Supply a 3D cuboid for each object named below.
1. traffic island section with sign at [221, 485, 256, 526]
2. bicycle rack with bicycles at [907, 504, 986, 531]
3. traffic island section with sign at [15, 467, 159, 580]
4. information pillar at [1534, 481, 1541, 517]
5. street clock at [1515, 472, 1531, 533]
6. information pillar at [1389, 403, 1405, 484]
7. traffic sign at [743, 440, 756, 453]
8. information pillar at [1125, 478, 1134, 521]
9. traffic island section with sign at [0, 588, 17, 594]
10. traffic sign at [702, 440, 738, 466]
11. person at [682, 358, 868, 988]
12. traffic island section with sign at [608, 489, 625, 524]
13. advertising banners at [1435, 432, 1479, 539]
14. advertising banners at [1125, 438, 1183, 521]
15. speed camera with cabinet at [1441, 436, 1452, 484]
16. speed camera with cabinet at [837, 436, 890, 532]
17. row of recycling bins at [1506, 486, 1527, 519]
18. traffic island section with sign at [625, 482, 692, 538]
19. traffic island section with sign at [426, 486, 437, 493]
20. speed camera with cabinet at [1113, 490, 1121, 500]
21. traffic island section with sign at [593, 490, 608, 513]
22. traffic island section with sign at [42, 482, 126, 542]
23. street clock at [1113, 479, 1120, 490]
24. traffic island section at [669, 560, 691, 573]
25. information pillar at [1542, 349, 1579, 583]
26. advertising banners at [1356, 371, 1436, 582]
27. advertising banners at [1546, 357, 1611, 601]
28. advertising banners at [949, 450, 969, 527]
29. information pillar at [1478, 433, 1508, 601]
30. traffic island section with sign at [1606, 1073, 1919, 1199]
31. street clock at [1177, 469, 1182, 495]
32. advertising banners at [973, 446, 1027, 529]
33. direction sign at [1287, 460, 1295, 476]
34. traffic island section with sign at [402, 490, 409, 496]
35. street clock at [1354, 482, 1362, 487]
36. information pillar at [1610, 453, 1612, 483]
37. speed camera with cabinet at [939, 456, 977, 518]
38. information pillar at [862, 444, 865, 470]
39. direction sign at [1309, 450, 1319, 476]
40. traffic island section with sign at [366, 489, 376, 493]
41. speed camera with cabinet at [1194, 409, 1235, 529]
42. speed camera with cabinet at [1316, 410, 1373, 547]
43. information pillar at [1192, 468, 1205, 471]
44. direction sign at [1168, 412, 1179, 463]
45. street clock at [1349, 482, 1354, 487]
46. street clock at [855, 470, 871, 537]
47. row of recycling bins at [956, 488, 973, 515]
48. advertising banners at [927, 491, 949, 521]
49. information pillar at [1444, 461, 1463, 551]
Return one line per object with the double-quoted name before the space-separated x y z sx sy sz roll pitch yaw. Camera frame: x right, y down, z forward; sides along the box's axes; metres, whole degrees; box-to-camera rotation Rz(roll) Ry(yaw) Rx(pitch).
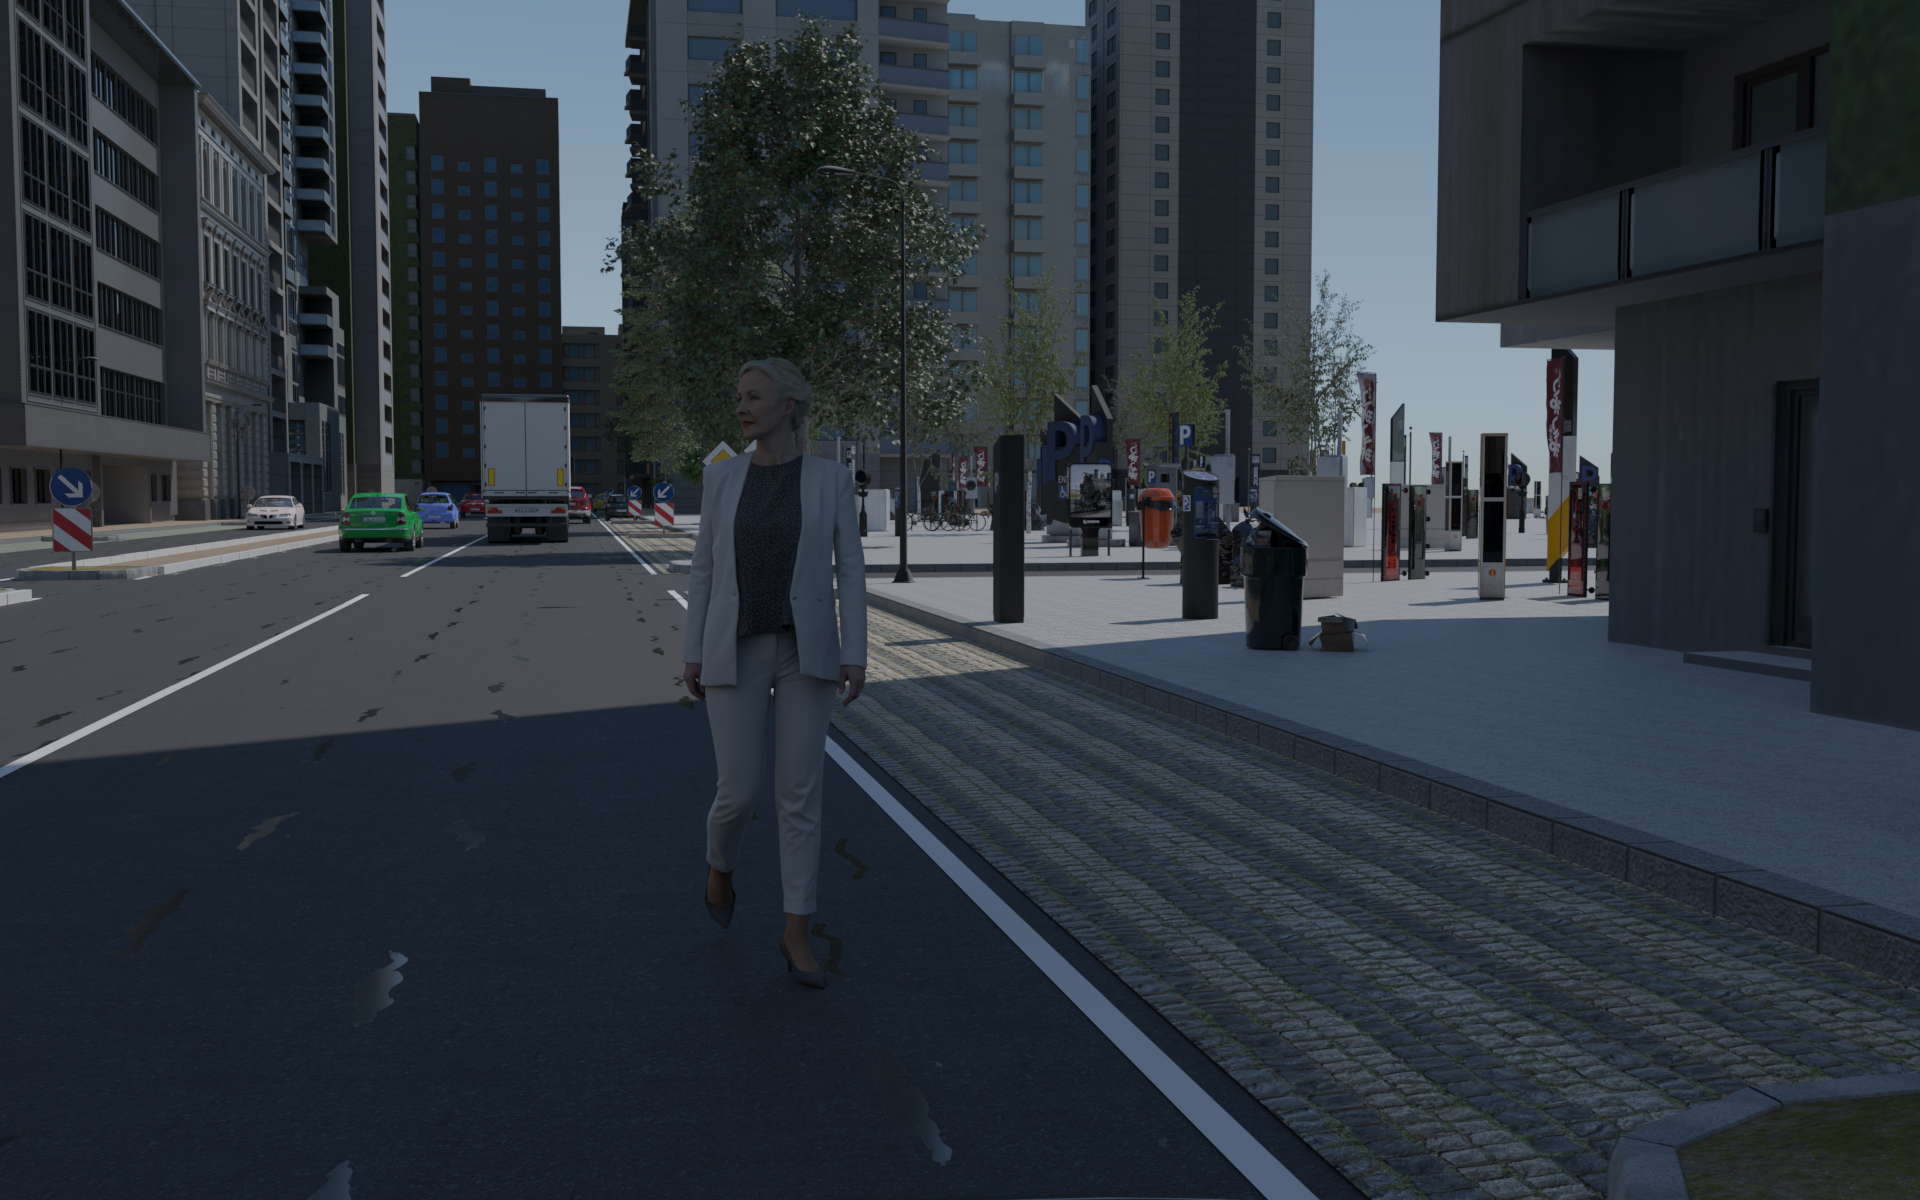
"traffic island section with sign" -32.550 -4.313 79.153 1.989 1.847 2.006 -1 4 -13
"bicycle rack with bicycles" -0.436 -2.872 60.332 2.925 0.926 2.852 1 4 22
"traffic island section with sign" -15.053 -1.320 29.718 2.006 1.907 1.989 -1 4 -13
"information pillar" 32.344 -5.658 97.005 0.304 2.012 0.304 0 4 -3
"street clock" 18.497 -3.205 56.975 0.471 2.002 0.358 2 4 24
"information pillar" 11.253 -3.256 44.588 0.504 3.616 0.183 -3 4 -37
"traffic sign" -2.675 -1.280 24.565 0.795 2.450 0.064 -1 4 -13
"information pillar" 7.843 -4.619 80.020 0.304 2.012 0.304 2 4 30
"traffic island section with sign" -13.445 -0.878 22.487 2.006 1.907 1.989 -1 4 -13
"traffic sign" -4.419 -1.756 32.358 0.795 2.450 0.064 -1 4 -13
"person" -0.586 0.187 5.322 0.514 1.842 0.818 -1 4 -20
"traffic island section with sign" -15.731 -4.552 83.057 1.989 1.847 2.006 -1 4 -13
"advertising banners" 14.070 -3.246 49.266 2.074 3.025 0.090 -2 4 -30
"advertising banners" 6.145 -3.553 54.272 2.074 3.025 0.090 1 4 23
"speed camera with cabinet" 16.312 -4.008 59.860 0.660 3.252 2.038 -1 4 -23
"speed camera with cabinet" -3.459 -3.989 59.549 2.038 3.252 0.660 1 4 12
"row of recycling bins" 28.284 -5.056 89.777 1.069 1.692 3.534 -1 4 -9
"traffic island section with sign" -9.848 -2.943 56.749 1.989 1.847 2.006 -1 4 -13
"traffic island section with sign" -31.478 -5.805 103.046 2.006 1.907 1.989 -1 4 -13
"speed camera with cabinet" 6.249 -5.120 78.045 2.038 3.252 0.660 -2 4 -23
"traffic island section with sign" -32.524 -9.139 158.052 1.989 1.847 2.006 -1 4 -13
"traffic island section with sign" -26.663 -2.704 52.846 1.989 1.847 2.006 -1 4 -13
"street clock" 7.568 -4.908 84.815 0.471 2.002 0.358 -1 4 -22
"traffic island section" -4.398 -0.621 32.440 2.009 0.180 2.903 -1 4 -13
"information pillar" 8.645 -2.050 24.875 0.183 3.616 0.504 -1 4 -23
"advertising banners" 6.358 -1.789 25.431 0.090 3.025 2.074 3 5 44
"advertising banners" 7.732 -1.553 21.581 0.090 3.025 2.074 0 4 -5
"advertising banners" -0.044 -4.428 68.592 0.090 3.025 2.074 -1 4 -15
"information pillar" 6.448 -1.008 20.968 0.304 2.012 0.304 1 4 13
"traffic island section with sign" 2.226 0.357 2.798 1.989 1.847 2.006 -1 4 -13
"street clock" 5.639 -2.538 46.067 0.471 2.002 0.358 0 4 0
"advertising banners" 1.524 -4.127 63.660 2.074 3.025 0.090 0 4 2
"direction sign" 21.956 -7.512 114.820 0.379 3.537 0.876 3 5 45
"traffic island section with sign" -49.385 -8.912 154.346 1.989 1.847 2.006 -1 4 -13
"street clock" 24.746 -6.253 106.812 0.471 2.002 0.358 1 4 20
"information pillar" 31.328 -5.597 82.868 0.183 3.616 0.504 -2 4 -25
"speed camera with cabinet" -0.108 -5.908 90.938 2.038 3.252 0.660 0 4 1
"information pillar" -3.751 -4.650 67.377 0.183 3.616 0.504 0 4 -5
"direction sign" 18.232 -5.891 88.319 0.876 3.537 0.379 2 4 29
"traffic island section with sign" -43.507 -7.303 128.037 1.989 1.847 2.006 -1 4 -13
"speed camera with cabinet" 6.006 -2.869 41.242 0.660 3.252 2.038 0 4 -6
"speed camera with cabinet" 9.169 -2.890 41.586 0.660 3.252 2.038 2 4 32
"information pillar" 6.816 -2.761 49.626 0.304 2.012 0.304 0 4 -6
"direction sign" 5.926 -3.432 48.106 0.379 3.537 0.876 -1 4 -9
"street clock" 24.438 -6.307 107.687 0.471 2.002 0.358 -2 4 -30
"street clock" -2.893 -2.884 51.725 0.471 2.002 0.358 3 5 40
"row of recycling bins" 0.260 -6.072 106.389 1.069 1.692 3.534 0 4 4
"advertising banners" -0.542 -5.225 81.609 2.074 3.025 0.090 -1 4 -19
"information pillar" 11.066 -2.100 38.830 0.304 2.012 0.304 0 4 -6
